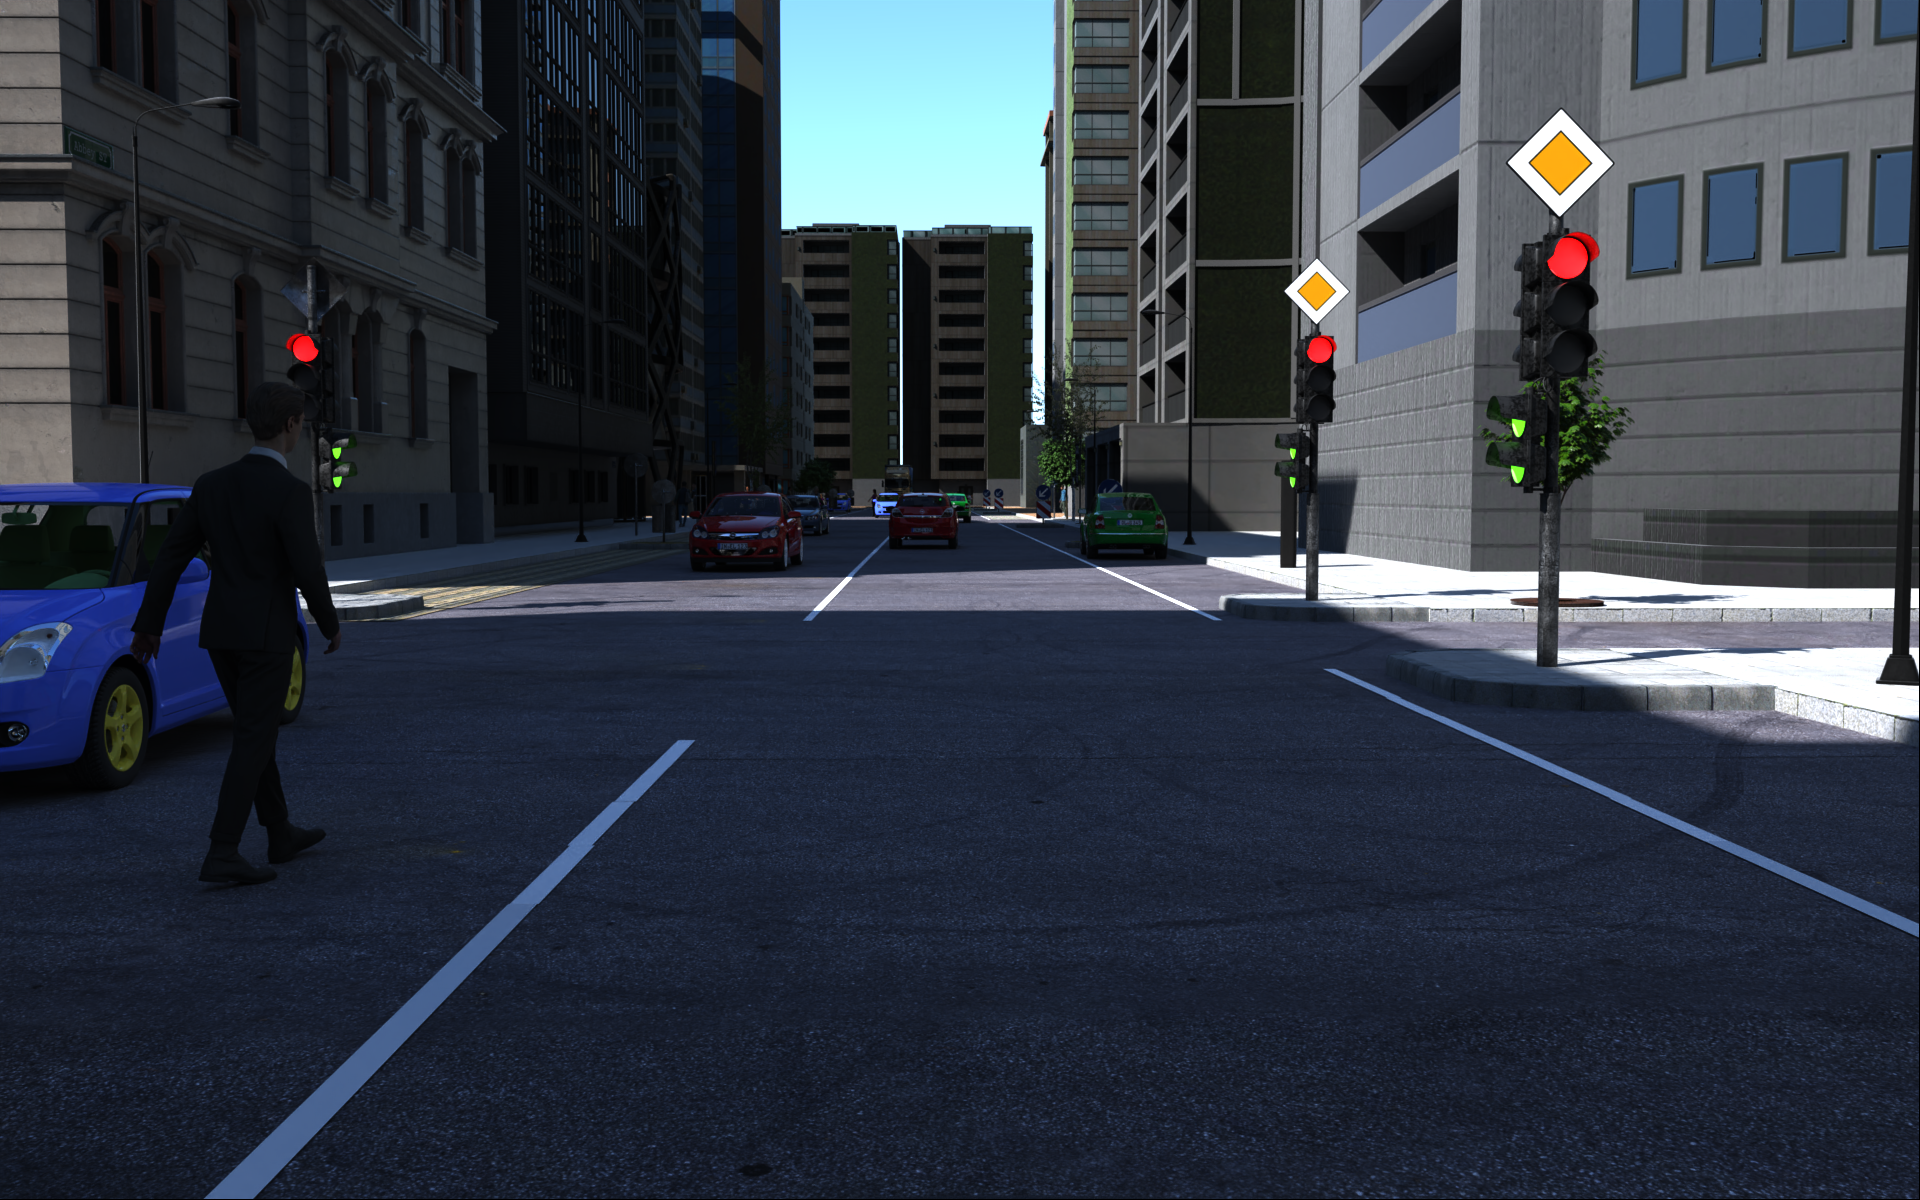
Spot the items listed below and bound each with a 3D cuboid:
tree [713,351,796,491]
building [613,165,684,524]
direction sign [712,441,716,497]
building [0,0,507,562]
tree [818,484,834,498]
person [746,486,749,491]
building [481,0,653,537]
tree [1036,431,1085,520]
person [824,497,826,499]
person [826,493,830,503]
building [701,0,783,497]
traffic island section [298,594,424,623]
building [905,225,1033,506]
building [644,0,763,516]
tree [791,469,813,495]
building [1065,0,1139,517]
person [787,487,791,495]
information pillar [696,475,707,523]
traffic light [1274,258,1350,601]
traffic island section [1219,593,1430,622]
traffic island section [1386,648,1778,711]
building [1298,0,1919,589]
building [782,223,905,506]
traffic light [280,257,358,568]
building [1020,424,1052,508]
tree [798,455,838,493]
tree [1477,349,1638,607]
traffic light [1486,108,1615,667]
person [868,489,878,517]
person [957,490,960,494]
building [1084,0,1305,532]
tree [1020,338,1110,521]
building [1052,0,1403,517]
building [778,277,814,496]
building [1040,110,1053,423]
[{"bbox_3d":[-10.679,-8.565,90.406,4.737,8.622,4.395,0,3,0],"label":"tree"},{"bbox_3d":[-21.390,-12.950,79.191,16.820,18.784,16.811,0,4,-1],"label":"building"},{"bbox_3d":[-10.471,-5.004,73.817,0.379,3.537,0.876,0,4,2],"label":"direction sign"},{"bbox_3d":[-18.301,-15.057,33.575,14.401,28.519,23.554,0,4,-1],"label":"building"},{"bbox_3d":[-12.043,-9.566,150.999,1.663,3.219,1.824,0,3,0],"label":"tree"},{"bbox_3d":[-12.073,-5.600,98.383,1.217,1.735,0.721,0,4,4],"label":"person"},{"bbox_3d":[-19.372,-16.201,58.388,14.314,27.812,24.014,0,4,-1],"label":"building"},{"bbox_3d":[5.410,-6.327,87.161,4.285,4.588,4.351,0,3,0],"label":"tree"},{"bbox_3d":[-12.232,-9.336,161.940,1.065,1.426,0.557,0,4,6],"label":"person"},{"bbox_3d":[-11.664,-9.131,155.859,0.750,1.759,0.617,-1,4,-11],"label":"person"},{"bbox_3d":[-20.562,-29.134,126.443,14.600,45.320,14.200,0,4,-1],"label":"building"},{"bbox_3d":[-7.676,0.097,20.694,2.009,0.180,2.903,0,4,-1],"label":"traffic island section"},{"bbox_3d":[0.667,-25.498,188.587,14.107,30.474,14.160,0,4,-1],"label":"building"},{"bbox_3d":[-28.986,-25.393,107.053,32.217,40.220,23.993,0,4,-1],"label":"building"},{"bbox_3d":[-12.200,-8.521,133.917,1.663,3.219,1.824,0,3,0],"label":"tree"},{"bbox_3d":[13.240,-25.692,103.654,14.154,41.232,14.086,0,4,-1],"label":"building"},{"bbox_3d":[-12.471,-7.398,127.009,0.705,1.823,1.348,-1,4,-23],"label":"person"},{"bbox_3d":[-10.140,-3.878,67.904,0.304,2.012,0.304,-3,5,-42],"label":"information pillar"},{"bbox_3d":[4.224,-1.948,20.767,0.839,4.253,0.868,0,4,-1],"label":"traffic light"},{"bbox_3d":[4.264,0.086,20.882,2.009,0.180,2.903,0,4,-1],"label":"traffic island section"},{"bbox_3d":[4.394,0.574,12.898,2.009,0.180,2.903,0,4,-1],"label":"traffic island section"},{"bbox_3d":[22.350,-29.940,31.516,28.212,58.520,21.231,0,4,-1],"label":"building"},{"bbox_3d":[-13.485,-25.442,187.679,14.107,30.474,14.160,0,4,-1],"label":"building"},{"bbox_3d":[-7.636,-1.935,20.560,0.839,4.253,0.868,0,4,-1],"label":"traffic light"},{"bbox_3d":[17.354,-51.397,153.017,22.319,86.520,31.000,0,4,-1],"label":"building"},{"bbox_3d":[-11.887,-9.822,144.309,4.285,4.588,4.351,0,3,0],"label":"tree"},{"bbox_3d":[6.801,-1.557,20.059,1.663,3.219,1.824,0,3,0],"label":"tree"},{"bbox_3d":[4.353,-1.459,12.783,0.839,4.253,0.868,0,4,-1],"label":"traffic light"},{"bbox_3d":[-5.461,-6.109,109.069,0.721,1.739,1.217,-2,4,-32],"label":"person"},{"bbox_3d":[-0.182,-9.902,170.482,1.350,1.814,0.705,-1,4,-12],"label":"person"},{"bbox_3d":[15.726,-38.154,62.077,20.563,71.187,20.611,0,4,-1],"label":"building"},{"bbox_3d":[5.182,-7.994,81.066,4.360,8.622,3.978,0,3,0],"label":"tree"},{"bbox_3d":[17.196,-35.615,124.302,21.231,58.520,28.212,0,4,-1],"label":"building"},{"bbox_3d":[-28.505,-18.989,155.514,28.899,21.520,27.650,0,4,-1],"label":"building"},{"bbox_3d":[22.092,-32.877,192.164,28.867,44.769,22.147,0,4,-1],"label":"building"}]
